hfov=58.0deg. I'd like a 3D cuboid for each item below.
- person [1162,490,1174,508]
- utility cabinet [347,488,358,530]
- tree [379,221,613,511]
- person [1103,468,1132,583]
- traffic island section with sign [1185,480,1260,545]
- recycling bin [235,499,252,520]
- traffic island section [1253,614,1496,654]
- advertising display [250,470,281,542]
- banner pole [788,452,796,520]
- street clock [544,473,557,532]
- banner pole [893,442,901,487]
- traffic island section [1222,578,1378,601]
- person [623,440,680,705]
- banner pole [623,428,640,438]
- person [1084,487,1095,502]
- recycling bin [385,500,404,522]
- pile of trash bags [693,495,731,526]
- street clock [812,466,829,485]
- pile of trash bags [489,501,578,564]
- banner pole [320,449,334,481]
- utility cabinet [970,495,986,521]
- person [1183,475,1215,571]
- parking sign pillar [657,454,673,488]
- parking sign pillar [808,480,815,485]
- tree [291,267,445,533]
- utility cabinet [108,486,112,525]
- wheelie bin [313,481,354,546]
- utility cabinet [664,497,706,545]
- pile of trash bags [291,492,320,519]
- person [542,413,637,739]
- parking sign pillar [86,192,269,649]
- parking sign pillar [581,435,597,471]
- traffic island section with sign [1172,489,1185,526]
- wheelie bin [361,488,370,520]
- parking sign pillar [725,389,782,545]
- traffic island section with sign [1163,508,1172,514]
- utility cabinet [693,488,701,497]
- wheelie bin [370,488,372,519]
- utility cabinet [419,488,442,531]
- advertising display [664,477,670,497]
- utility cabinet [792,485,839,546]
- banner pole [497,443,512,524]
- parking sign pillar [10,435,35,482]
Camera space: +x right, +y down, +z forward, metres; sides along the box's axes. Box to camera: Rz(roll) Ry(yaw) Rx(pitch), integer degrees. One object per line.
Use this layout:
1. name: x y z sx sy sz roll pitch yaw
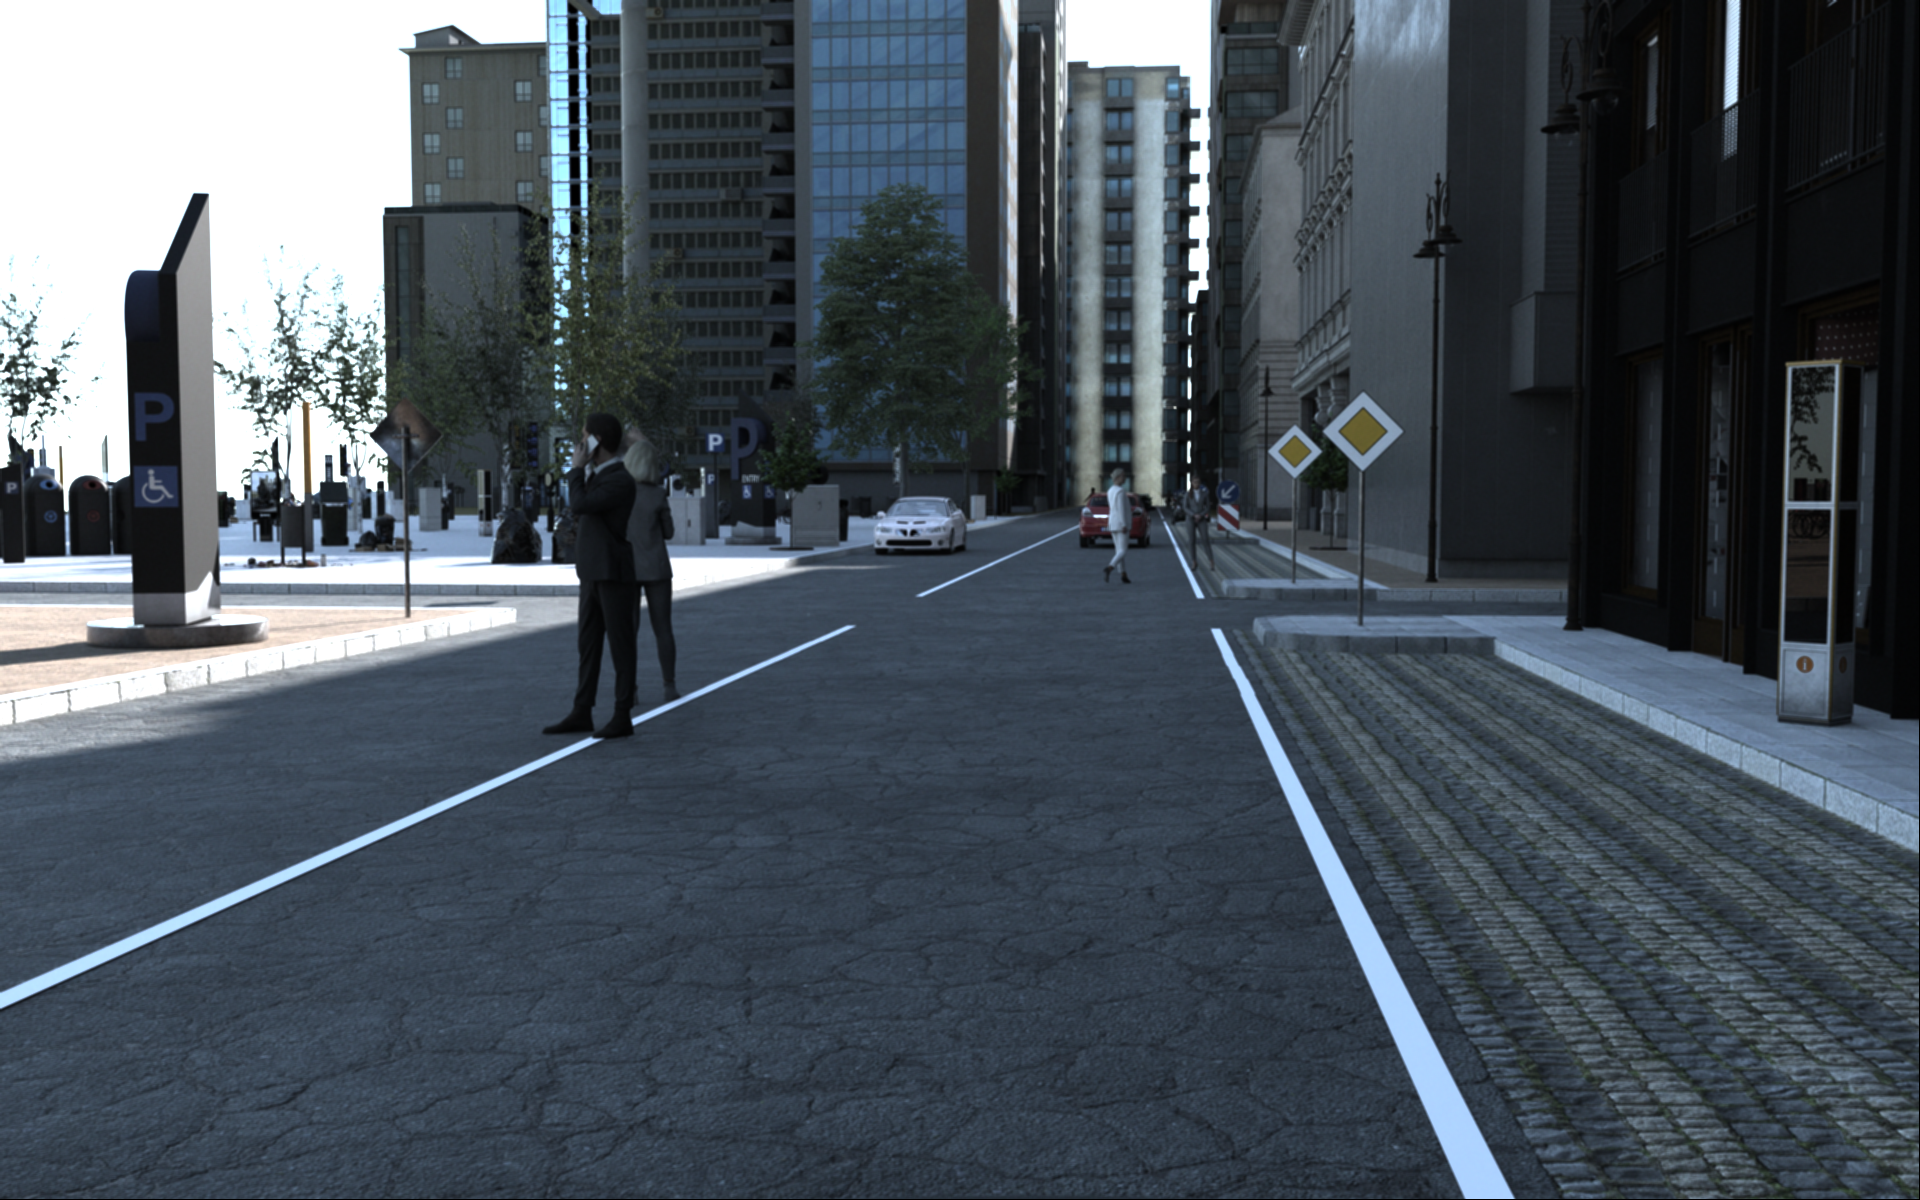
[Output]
1. person: 20.718 -9.982 171.723 1.348 1.823 0.705 1 4 20
2. utility cabinet: -21.529 -3.191 60.853 1.173 1.500 0.318 3 4 36
3. tree: -12.371 -5.866 46.267 4.360 8.622 3.978 0 3 0
4. person: 2.498 -1.179 27.661 0.818 1.842 0.514 -3 5 -43
5. traffic island section with sign: 7.567 -2.518 49.794 1.989 1.847 2.006 0 4 6
6. recycling bin: -35.013 -4.428 84.949 0.722 1.027 0.722 1 4 17
7. traffic island section: 3.928 0.328 16.919 2.009 0.180 2.903 0 4 6
8. advertising display: -18.774 -2.545 46.826 0.974 1.923 0.123 2 4 24
9. banner pole: -8.125 -5.842 85.535 0.863 3.779 0.401 -3 4 -36
10. street clock: -13.790 -3.289 58.347 0.471 2.002 0.358 3 5 42
11. banner pole: -2.441 -4.962 71.151 0.863 3.779 0.401 3 4 38
12. traffic island section: 4.804 -0.157 24.856 2.009 0.180 2.903 0 4 6
13. person: -2.235 -0.202 11.984 0.537 1.800 0.526 0 4 4
14. banner pole: -11.850 -4.459 62.920 0.863 3.779 0.401 1 4 10
15. person: 8.053 -5.919 105.246 0.705 1.831 1.348 3 5 45
16. recycling bin: -25.920 -4.095 79.504 0.722 1.027 0.722 -3 5 -40
17. pile of trash bags: -10.869 -3.758 71.202 3.447 1.369 1.912 0 4 6
18. street clock: -3.554 -2.402 43.839 0.358 2.002 0.471 -3 5 -42
19. pile of trash bags: -7.149 -1.390 32.477 3.447 1.369 1.912 0 4 8
20. banner pole: -34.973 -6.455 95.558 0.863 3.779 0.401 -2 4 -25
21. utility cabinet: 0.872 -4.435 83.680 0.306 1.237 1.020 2 4 30
22. person: 4.467 -1.443 32.363 0.520 1.790 0.573 -1 4 -13
23. parking sign pillar: -16.287 -6.466 94.199 1.447 3.967 1.447 0 4 -3
24. parking sign pillar: -8.386 -6.625 96.798 1.447 3.967 1.447 -1 4 -15
25. tree: -19.514 -6.459 55.959 4.737 8.622 4.395 0 3 0
26. utility cabinet: -23.755 -2.471 49.072 1.173 1.500 0.318 0 4 -1
27. wheelie bin: -15.593 -2.148 43.033 0.980 1.594 0.693 -2 4 -24
28. utility cabinet: -6.920 -1.978 43.500 1.020 1.237 0.306 1 4 16
29. pile of trash bags: -33.618 -4.841 88.900 1.912 1.369 3.447 1 4 9
30. person: -2.153 -0.143 10.197 0.474 1.900 0.648 -2 4 -32
31. parking sign pillar: -6.784 -1.619 14.936 1.447 3.967 1.447 -1 4 -11
32. parking sign pillar: -16.173 -5.421 77.107 1.447 3.967 1.447 -2 4 -31
33. traffic island section with sign: 10.582 -4.183 77.018 1.989 1.847 2.006 0 4 6
34. wheelie bin: -29.425 -4.675 84.338 0.693 1.594 0.980 0 4 6
35. parking sign pillar: -5.255 -3.393 43.948 1.447 3.967 1.447 3 5 44
36. traffic island section with sign: 15.985 -7.179 125.997 1.989 1.847 2.006 0 4 6
37. utility cabinet: -9.923 -3.554 66.788 0.318 1.500 1.173 1 4 14
38. wheelie bin: -30.863 -5.034 90.208 0.980 1.594 0.693 2 4 28
39. utility cabinet: -18.366 -3.140 60.016 0.318 1.500 1.173 0 4 7
40. advertising display: -11.389 -3.802 67.375 0.123 1.923 0.974 -1 4 -16
41. utility cabinet: -3.539 -2.054 42.266 1.173 1.500 0.318 0 4 -7
42. banner pole: -19.677 -5.190 74.875 0.863 3.779 0.401 2 4 26
43. parking sign pillar: -43.070 -5.576 79.637 1.447 3.967 1.447 0 4 1
